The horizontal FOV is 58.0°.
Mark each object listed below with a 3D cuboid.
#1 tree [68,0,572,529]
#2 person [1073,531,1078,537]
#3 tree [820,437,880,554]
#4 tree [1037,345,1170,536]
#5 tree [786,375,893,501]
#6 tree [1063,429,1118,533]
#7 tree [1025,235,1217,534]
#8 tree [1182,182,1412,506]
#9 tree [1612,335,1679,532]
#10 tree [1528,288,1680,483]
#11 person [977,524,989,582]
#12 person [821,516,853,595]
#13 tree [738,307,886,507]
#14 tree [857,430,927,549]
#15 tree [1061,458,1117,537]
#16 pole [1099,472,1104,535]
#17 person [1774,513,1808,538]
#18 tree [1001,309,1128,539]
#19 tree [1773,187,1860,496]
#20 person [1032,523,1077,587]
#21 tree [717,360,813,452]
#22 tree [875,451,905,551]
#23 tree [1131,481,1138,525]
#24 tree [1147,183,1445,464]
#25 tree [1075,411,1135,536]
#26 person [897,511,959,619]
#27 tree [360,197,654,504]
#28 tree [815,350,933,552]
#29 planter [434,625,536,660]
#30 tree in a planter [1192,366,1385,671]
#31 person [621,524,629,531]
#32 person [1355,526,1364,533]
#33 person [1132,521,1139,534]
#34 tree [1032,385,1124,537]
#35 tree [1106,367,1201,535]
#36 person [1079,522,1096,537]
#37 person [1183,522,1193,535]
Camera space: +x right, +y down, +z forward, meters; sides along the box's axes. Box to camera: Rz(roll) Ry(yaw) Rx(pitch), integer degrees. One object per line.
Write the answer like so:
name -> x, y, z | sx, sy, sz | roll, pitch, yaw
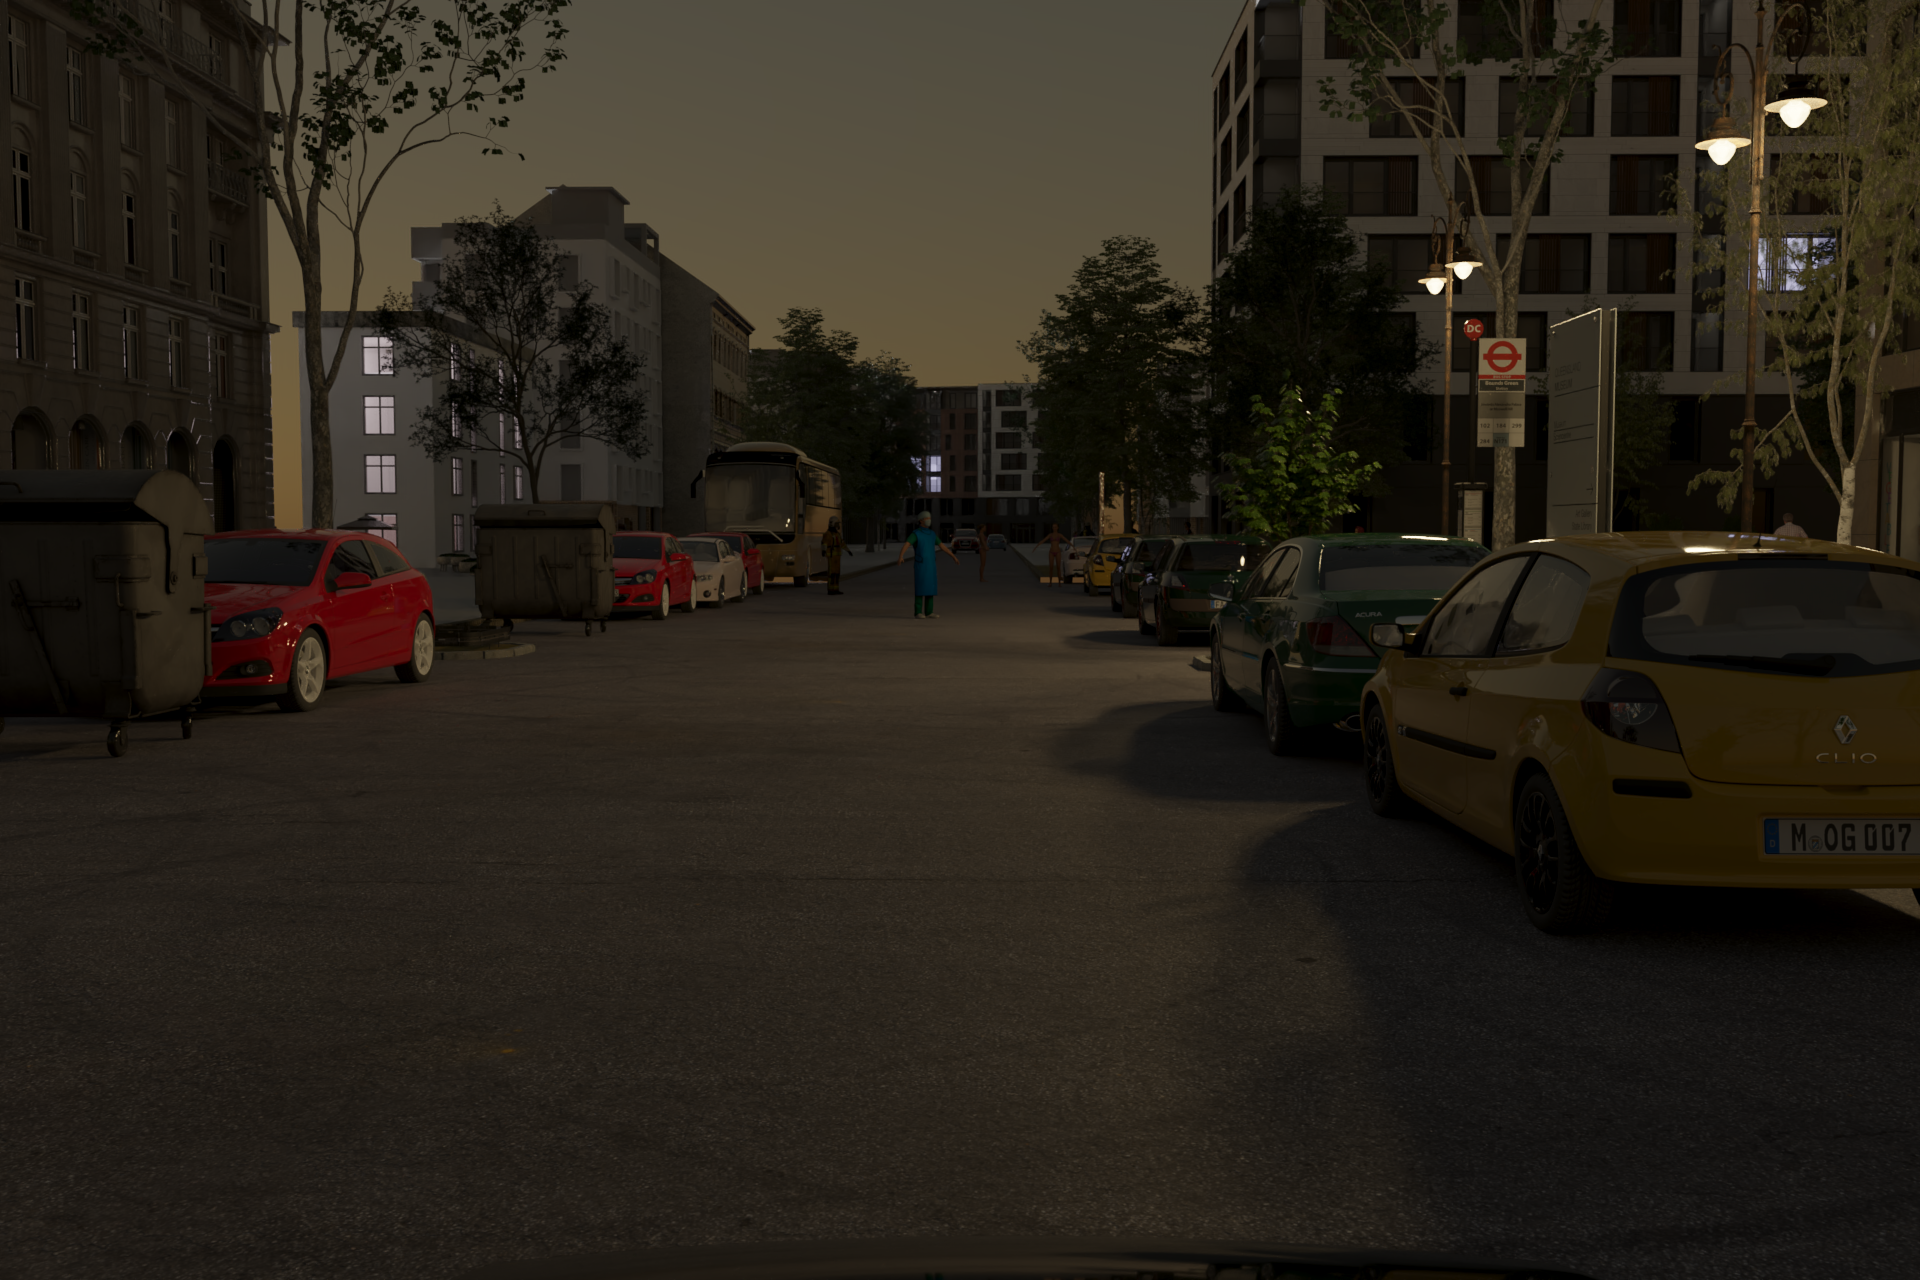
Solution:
tree -> -12.894, -10.729, 31.314 | 12.611, 20.169, 13.585 | 0, 3, 0
person -> 5.960, -4.821, 88.083 | 0.599, 1.433, 0.991 | -1, 4, -17
tree -> -7.644, -9.742, 109.642 | 4.360, 8.622, 3.978 | 0, 3, 0
tree -> 7.713, -10.233, 93.067 | 9.928, 11.665, 9.643 | 0, 3, 0
tree -> -7.302, -10.052, 98.766 | 7.601, 10.594, 8.767 | -1, 4, -23
tree -> 8.687, -9.840, 111.245 | 4.360, 8.622, 3.978 | 0, 3, 0
tree -> 6.047, -9.083, 66.628 | 7.486, 12.596, 7.792 | 0, 3, 0
tree -> 10.974, -8.484, 56.840 | 7.486, 12.596, 7.792 | 0, 3, 0
tree -> 22.808, -6.730, 60.398 | 4.737, 8.622, 4.395 | 0, 3, 0
tree -> 19.486, -6.265, 52.790 | 4.737, 8.622, 4.395 | 0, 3, 0
person -> 0.762, -2.624, 52.166 | 0.721, 1.733, 1.217 | 0, 4, -4
person -> -2.946, -1.992, 40.793 | 0.705, 1.858, 1.354 | 2, 4, 26
tree -> -7.527, -10.342, 87.221 | 7.486, 12.596, 7.792 | 0, 3, 0
tree -> -6.540, -12.907, 145.435 | 8.767, 10.594, 7.601 | 2, 4, 28
tree -> 8.022, -10.170, 116.640 | 4.360, 8.622, 3.978 | 0, 3, 0
pole -> 4.652, -3.856, 56.894 | 0.158, 3.312, 0.155 | 0, 3, 0
person -> 17.114, -1.758, 35.733 | 0.756, 1.711, 0.436 | 2, 4, 31
tree -> 9.228, -17.683, 145.009 | 12.611, 20.169, 13.585 | 0, 3, 0
tree -> 29.642, -8.900, 52.165 | 9.857, 13.997, 8.962 | 0, 3, 0
person -> 2.564, -2.300, 46.863 | 1.217, 1.733, 0.721 | 1, 4, 10
tree -> -8.169, -7.487, 72.770 | 4.737, 8.622, 4.395 | 0, 3, 0
tree -> -5.960, -11.106, 131.952 | 4.737, 8.622, 4.395 | 0, 3, 0
tree -> 27.037, -20.085, 246.515 | 7.486, 12.596, 7.792 | 0, 3, 0
tree -> 9.466, -6.822, 45.955 | 8.767, 10.594, 7.601 | -3, 4, -38
tree -> 7.645, -9.152, 100.006 | 4.360, 8.622, 3.978 | 0, 3, 0
person -> -0.579, -1.272, 29.373 | 1.347, 1.817, 0.704 | -3, 5, -42
tree -> -11.928, -6.965, 48.287 | 7.601, 10.594, 8.767 | 2, 4, 30
tree -> -6.341, -13.134, 121.396 | 9.857, 13.997, 8.962 | 0, 3, 0
planter -> -6.188, 0.028, 20.687 | 1.991, 0.319, 1.994 | 0, 4, 1
tree in a planter -> 3.539, -1.303, 18.520 | 1.991, 3.239, 1.994 | 0, 4, 1
person -> -17.354, -5.099, 89.499 | 1.348, 1.813, 0.705 | 1, 4, 15
person -> 7.845, -1.536, 34.326 | 0.599, 1.438, 0.989 | -1, 4, -13
person -> 7.413, -4.208, 74.728 | 1.347, 1.837, 0.705 | 2, 4, 31
tree -> 8.814, -12.646, 124.886 | 7.486, 12.596, 7.792 | 0, 3, 0
tree -> 7.715, -7.603, 74.675 | 4.360, 8.622, 3.978 | 0, 3, 0
person -> 5.948, -4.557, 80.281 | 1.354, 1.856, 0.705 | 3, 5, 42
person -> 10.189, -4.387, 77.867 | 0.704, 1.843, 1.345 | -1, 4, -23
